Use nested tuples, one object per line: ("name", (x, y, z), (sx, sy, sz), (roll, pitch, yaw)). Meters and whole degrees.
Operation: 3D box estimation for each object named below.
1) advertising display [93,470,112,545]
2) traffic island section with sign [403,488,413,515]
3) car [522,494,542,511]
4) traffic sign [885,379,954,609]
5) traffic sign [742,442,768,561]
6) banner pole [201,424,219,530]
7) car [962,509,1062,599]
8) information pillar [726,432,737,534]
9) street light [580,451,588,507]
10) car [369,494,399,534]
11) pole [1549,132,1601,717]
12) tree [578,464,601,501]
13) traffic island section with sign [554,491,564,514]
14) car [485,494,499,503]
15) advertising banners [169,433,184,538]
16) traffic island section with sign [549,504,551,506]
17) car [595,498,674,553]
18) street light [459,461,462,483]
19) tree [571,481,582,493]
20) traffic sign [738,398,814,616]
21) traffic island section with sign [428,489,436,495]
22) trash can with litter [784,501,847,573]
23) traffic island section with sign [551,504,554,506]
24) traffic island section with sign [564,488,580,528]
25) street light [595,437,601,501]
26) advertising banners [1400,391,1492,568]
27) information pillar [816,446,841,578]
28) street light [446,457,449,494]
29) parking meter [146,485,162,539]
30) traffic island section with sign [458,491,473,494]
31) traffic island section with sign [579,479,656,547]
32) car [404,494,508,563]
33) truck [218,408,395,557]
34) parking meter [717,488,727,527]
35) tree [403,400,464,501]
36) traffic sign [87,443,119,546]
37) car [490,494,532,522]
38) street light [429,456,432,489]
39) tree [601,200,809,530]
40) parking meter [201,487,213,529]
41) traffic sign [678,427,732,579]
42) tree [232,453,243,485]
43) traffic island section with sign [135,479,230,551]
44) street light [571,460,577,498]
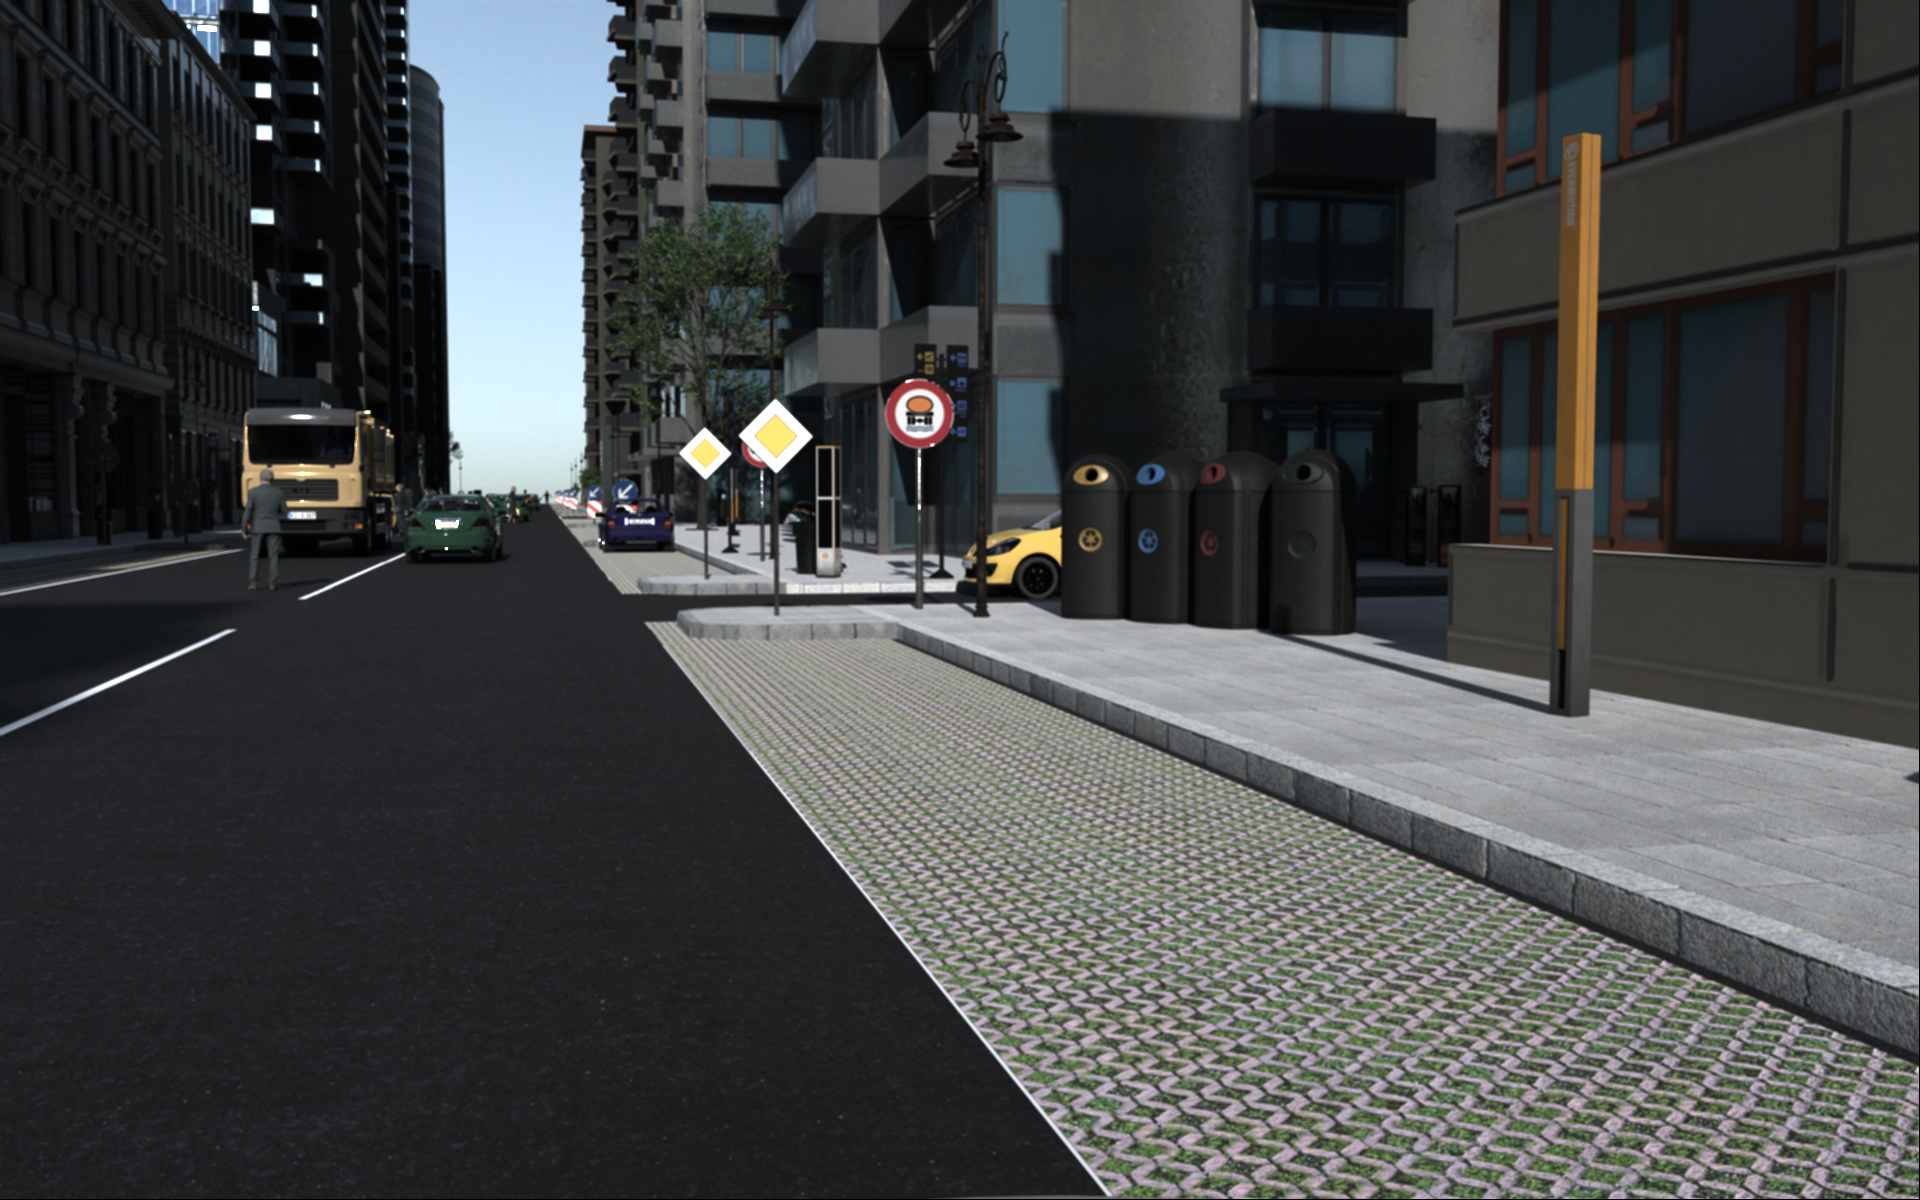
("advertising display", (-21.692, -2.362, 43.837), (0.123, 1.923, 0.974), (-3, 5, -43))
("traffic island section with sign", (-38.179, -6.809, 119.959), (1.989, 1.847, 2.006), (-1, 4, -14))
("car", (-37.133, -8.398, 149.100), (2.131, 1.459, 4.920), (-1, 4, -12))
("traffic sign", (-0.453, -1.171, 19.256), (0.768, 2.556, 0.104), (-1, 4, -8))
("traffic sign", (-3.767, -2.011, 32.986), (0.768, 2.556, 0.104), (-1, 4, -12))
("banner pole", (-26.865, -4.408, 62.089), (0.401, 3.779, 0.863), (1, 4, 16))
("car", (2.018, -0.883, 24.667), (3.980, 1.641, 2.015), (-1, 4, -14))
("information pillar", (-7.209, -3.882, 54.830), (0.183, 3.616, 0.504), (-2, 4, -35))
("street light", (-37.518, -12.276, 173.508), (0.468, 5.910, 1.993), (-1, 4, -14))
("car", (-21.543, -3.276, 63.793), (2.015, 1.641, 3.980), (-1, 4, -14))
("pole", (3.534, -0.985, 9.948), (0.158, 3.312, 0.155), (0, 3, 0))
("tree", (-39.091, -12.289, 184.632), (4.285, 4.588, 4.351), (0, 3, 0))
("traffic island section with sign", (-27.531, -6.973, 122.642), (1.989, 1.847, 2.006), (-1, 4, -14))
("car", (-50.400, -10.883, 186.732), (1.959, 1.807, 4.718), (-1, 4, -12))
("advertising banners", (-23.091, -3.353, 51.013), (0.090, 3.025, 2.074), (-1, 4, -16))
("traffic island section with sign", (-47.109, -11.915, 203.439), (1.989, 1.847, 2.006), (-1, 4, -14))
("car", (-8.162, -1.893, 43.530), (1.945, 1.354, 3.894), (-1, 4, -14))
("street light", (-70.251, -16.569, 243.694), (0.468, 5.910, 1.993), (-1, 4, -14))
("tree", (-55.492, -15.612, 249.855), (1.663, 3.219, 1.824), (0, 3, 0))
("traffic sign", (-1.934, -0.890, 18.201), (0.795, 2.450, 0.064), (-1, 4, -14))
("traffic island section with sign", (-44.689, -8.455, 146.859), (1.989, 1.847, 2.006), (-1, 4, -14))
("trash can with litter", (-2.328, -1.022, 28.103), (0.624, 1.170, 1.055), (2, 4, 29))
("traffic island section with sign", (-33.878, -8.576, 148.842), (1.989, 1.847, 2.006), (-1, 4, -14))
("traffic island section with sign", (-15.799, -4.011, 74.206), (1.989, 1.847, 2.006), (-1, 4, -14))
("street light", (-29.514, -10.295, 141.108), (0.468, 5.910, 1.993), (-1, 4, -14))
("advertising banners", (8.489, -2.073, 30.087), (0.090, 3.025, 2.074), (-2, 4, -34))
("information pillar", (-2.015, -1.351, 26.577), (0.304, 2.012, 0.304), (1, 4, 17))
("street light", (-62.535, -14.601, 211.507), (0.468, 5.910, 1.993), (-1, 4, -14))
("parking meter", (-22.912, -2.499, 49.267), (0.372, 1.533, 0.369), (0, 3, 0))
("traffic island section with sign", (-57.776, -11.759, 200.893), (1.989, 1.847, 2.006), (-1, 4, -14))
("traffic island section with sign", (-9.254, -2.358, 47.187), (1.989, 1.847, 2.006), (-1, 4, -14))
("car", (-10.924, -1.573, 37.515), (2.131, 1.459, 4.920), (-1, 4, -12))
("truck", (-15.309, -2.797, 41.651), (3.469, 3.379, 9.791), (-1, 4, -14))
("parking meter", (-9.391, -3.666, 68.350), (0.372, 1.533, 0.369), (0, 3, 0))
("tree", (-53.036, -14.428, 170.311), (8.767, 10.594, 7.601), (-1, 4, -13))
("traffic sign", (-21.252, -2.622, 42.968), (0.768, 2.556, 0.104), (0, 4, -6))
("car", (-23.384, -4.792, 90.147), (2.131, 1.459, 4.920), (-1, 4, -14))
("street light", (-54.513, -12.583, 178.514), (0.468, 5.910, 1.993), (-1, 4, -14))
("tree", (-9.034, -8.281, 61.157), (9.928, 11.665, 9.643), (0, 3, 0))
("parking meter", (-27.525, -3.359, 63.329), (0.372, 1.533, 0.369), (0, 3, 0))
("traffic sign", (-3.813, -1.365, 25.963), (0.795, 2.450, 0.064), (-1, 4, -14))
("tree", (-28.120, -4.570, 69.321), (1.663, 3.219, 1.824), (0, 3, 0))
("traffic island section with sign", (-19.847, -2.183, 44.316), (1.989, 1.847, 2.006), (-1, 4, -14))
("street light", (-49.139, -15.219, 221.624), (0.468, 5.910, 1.993), (-1, 4, -14))
